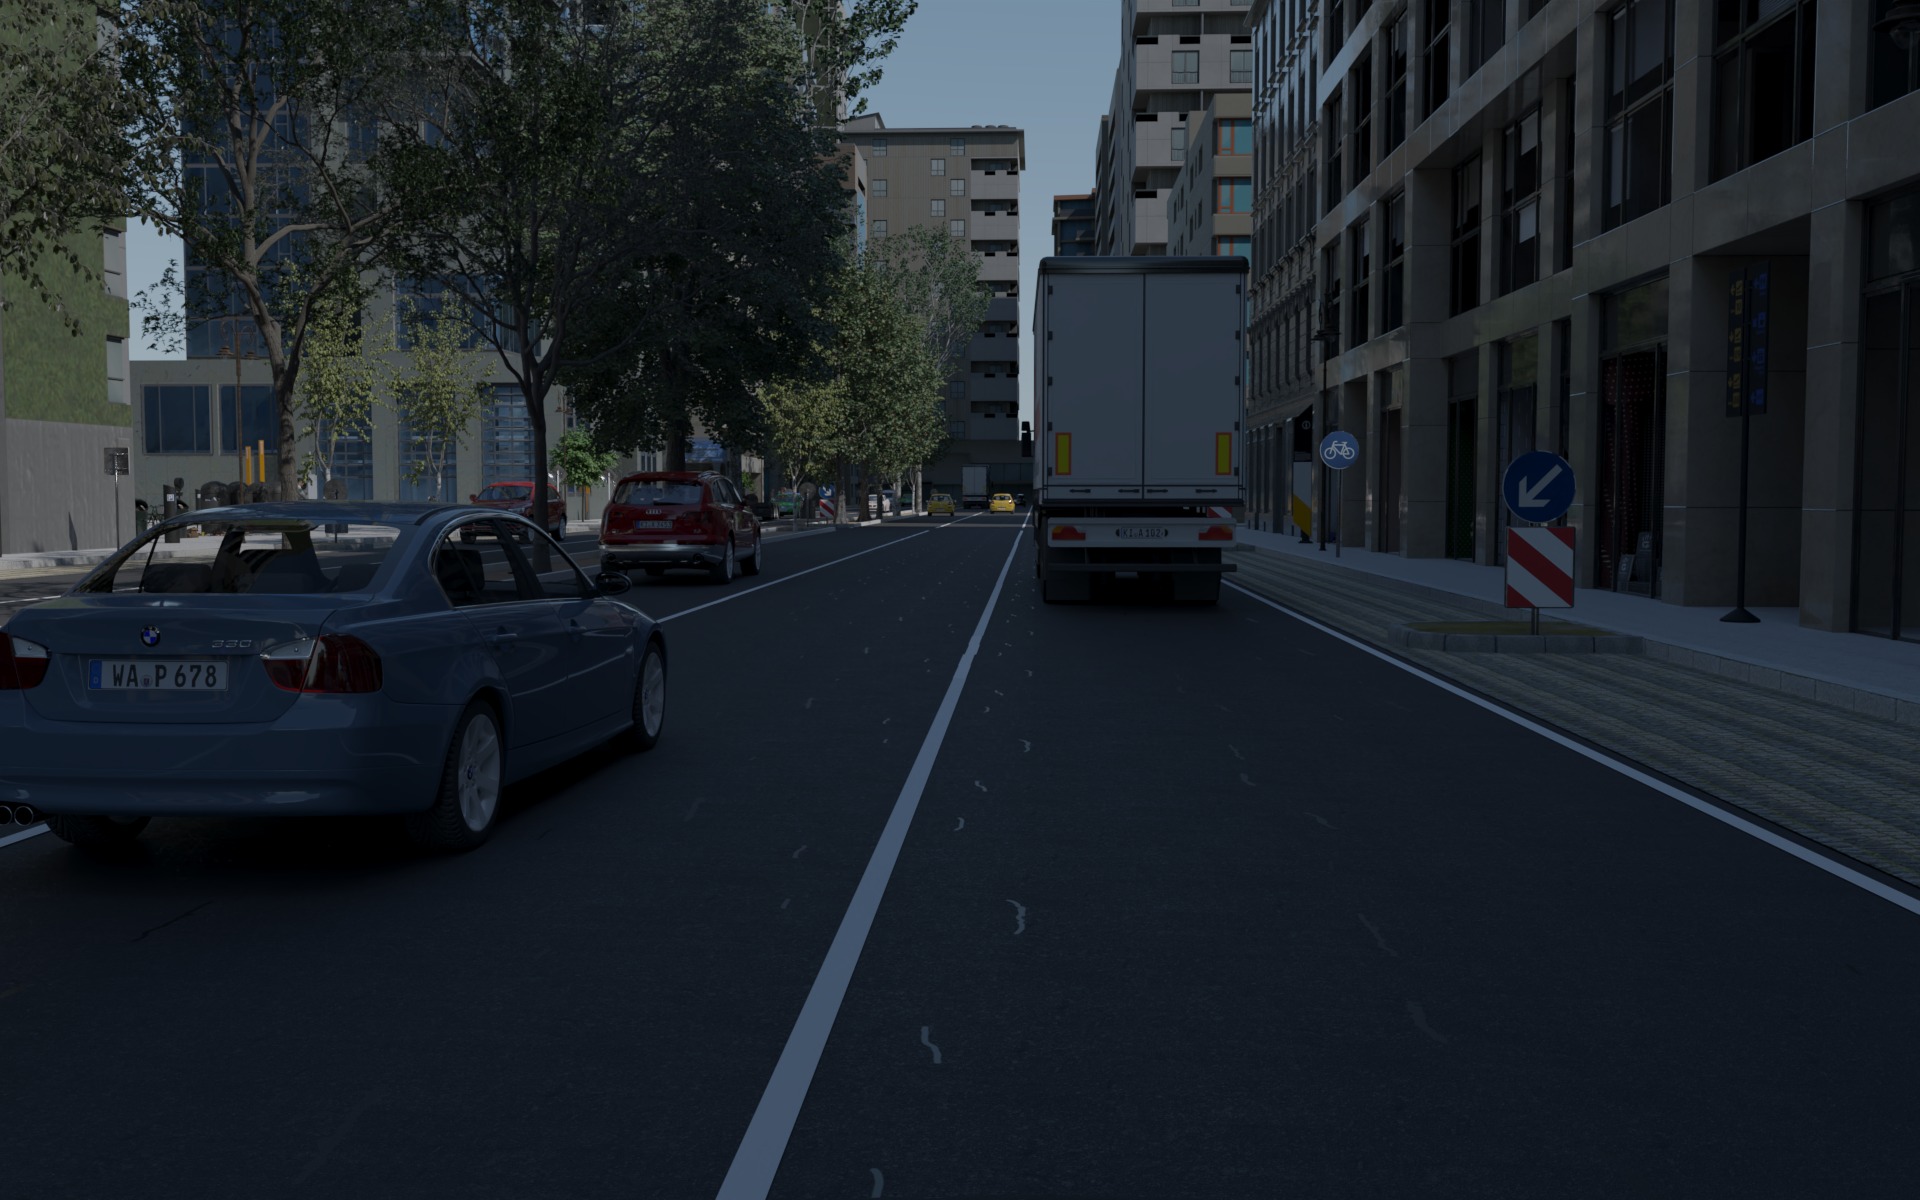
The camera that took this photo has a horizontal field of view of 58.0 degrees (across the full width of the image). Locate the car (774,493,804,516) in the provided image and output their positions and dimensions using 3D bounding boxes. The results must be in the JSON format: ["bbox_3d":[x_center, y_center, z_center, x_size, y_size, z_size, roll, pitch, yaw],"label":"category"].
[{"bbox_3d":[-10.776,-6.123,109.707,1.945,1.707,3.694,0,4,4],"label":"car"}]

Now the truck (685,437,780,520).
[{"bbox_3d":[-11.639,-6.002,87.888,2.967,4.110,18.799,0,4,2],"label":"truck"}]

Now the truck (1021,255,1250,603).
[{"bbox_3d":[2.344,-2.269,26.015,2.839,4.237,11.283,0,4,2],"label":"truck"}]

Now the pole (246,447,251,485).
[{"bbox_3d":[-30.577,-4.932,74.475,0.158,3.312,0.155,0,3,0],"label":"pole"}]

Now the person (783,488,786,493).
[{"bbox_3d":[-14.409,-8.324,142.115,0.573,1.828,0.580,1,4,13],"label":"person"}]

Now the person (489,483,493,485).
[{"bbox_3d":[-21.556,-4.505,79.879,0.721,1.800,0.419,3,5,43],"label":"person"}]

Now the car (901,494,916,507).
[{"bbox_3d":[-5.876,-11.655,199.351,1.959,1.807,4.718,0,4,4],"label":"car"}]

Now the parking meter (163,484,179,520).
[{"bbox_3d":[-20.560,-2.248,45.167,0.372,1.533,0.369,0,3,0],"label":"parking meter"}]

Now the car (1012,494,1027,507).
[{"bbox_3d":[6.398,-11.083,190.986,2.009,1.686,4.222,0,4,3],"label":"car"}]

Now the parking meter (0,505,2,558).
[{"bbox_3d":[-19.517,-1.788,34.945,0.255,1.863,0.399,-2,4,-34],"label":"parking meter"}]

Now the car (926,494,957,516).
[{"bbox_3d":[-1.238,-6.296,113.162,2.015,1.641,3.980,0,4,1],"label":"car"}]

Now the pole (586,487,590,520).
[{"bbox_3d":[-18.313,-5.588,85.205,0.158,3.312,0.155,0,3,0],"label":"pole"}]

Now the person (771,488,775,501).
[{"bbox_3d":[-15.757,-8.539,146.206,0.362,1.759,0.519,-2,4,-26],"label":"person"}]

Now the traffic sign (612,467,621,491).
[{"bbox_3d":[-16.527,-5.049,82.660,0.768,2.556,0.104,1,4,11],"label":"traffic sign"}]

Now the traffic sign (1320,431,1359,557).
[{"bbox_3d":[7.651,-2.133,34.985,0.768,2.556,0.104,1,4,11],"label":"traffic sign"}]

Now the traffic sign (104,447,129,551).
[{"bbox_3d":[-18.515,-2.196,38.040,0.606,2.300,0.079,1,4,10],"label":"traffic sign"}]

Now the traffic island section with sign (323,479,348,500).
[{"bbox_3d":[-16.245,-2.195,44.523,1.989,1.847,2.006,0,4,3],"label":"traffic island section with sign"}]

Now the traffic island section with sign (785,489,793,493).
[{"bbox_3d":[-12.554,-7.246,127.094,1.989,1.847,2.006,0,4,3],"label":"traffic island section with sign"}]

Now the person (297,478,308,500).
[{"bbox_3d":[-20.872,-2.978,54.914,0.511,1.800,0.466,3,5,39],"label":"person"}]

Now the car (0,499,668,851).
[{"bbox_3d":[-2.694,0.227,8.298,2.014,1.417,4.499,0,4,5],"label":"car"}]

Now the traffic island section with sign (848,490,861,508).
[{"bbox_3d":[-10.318,-10.303,177.081,1.989,1.847,2.006,0,4,3],"label":"traffic island section with sign"}]

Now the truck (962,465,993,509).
[{"bbox_3d":[1.682,-11.101,170.407,2.839,4.237,11.283,0,4,3],"label":"truck"}]

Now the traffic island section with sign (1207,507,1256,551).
[{"bbox_3d":[6.384,-2.157,43.892,1.989,1.847,2.006,0,4,3],"label":"traffic island section with sign"}]

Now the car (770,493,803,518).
[{"bbox_3d":[-10.252,-5.775,103.222,1.959,1.807,4.718,0,4,2],"label":"car"}]

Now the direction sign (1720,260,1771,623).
[{"bbox_3d":[7.841,-1.548,17.300,0.379,3.537,0.876,0,4,1],"label":"direction sign"}]

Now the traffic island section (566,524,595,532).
[{"bbox_3d":[-15.560,-2.734,66.978,2.009,0.180,2.903,0,4,3],"label":"traffic island section"}]

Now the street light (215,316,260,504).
[{"bbox_3d":[-18.595,-4.400,44.730,0.468,5.910,1.993,0,4,3],"label":"street light"}]

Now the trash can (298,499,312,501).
[{"bbox_3d":[-18.640,-2.273,48.817,0.748,1.137,0.748,0,3,0],"label":"trash can"}]

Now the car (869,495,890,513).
[{"bbox_3d":[-6.438,-7.352,132.568,2.083,1.381,4.827,0,4,4],"label":"car"}]

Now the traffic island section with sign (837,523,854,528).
[{"bbox_3d":[-5.621,-4.040,74.185,2.006,1.907,1.989,0,4,3],"label":"traffic island section with sign"}]

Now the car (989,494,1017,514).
[{"bbox_3d":[3.062,-7.019,124.983,2.015,1.641,3.980,0,4,3],"label":"car"}]

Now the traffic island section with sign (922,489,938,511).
[{"bbox_3d":[-2.282,-8.631,149.249,2.006,1.907,1.989,0,4,3],"label":"traffic island section with sign"}]

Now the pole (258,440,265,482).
[{"bbox_3d":[-26.494,-4.397,65.740,0.158,3.312,0.155,0,3,0],"label":"pole"}]

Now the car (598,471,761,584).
[{"bbox_3d":[-4.616,-1.248,29.072,2.281,1.827,5.304,0,4,2],"label":"car"}]

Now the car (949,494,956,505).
[{"bbox_3d":[-1.608,-12.691,219.287,2.131,1.459,4.920,0,4,1],"label":"car"}]

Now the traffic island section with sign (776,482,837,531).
[{"bbox_3d":[-5.961,-3.587,66.785,2.006,1.907,1.989,0,4,3],"label":"traffic island section with sign"}]

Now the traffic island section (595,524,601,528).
[{"bbox_3d":[-15.204,-3.222,74.955,2.009,0.180,2.903,0,4,3],"label":"traffic island section"}]

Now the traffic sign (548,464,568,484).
[{"bbox_3d":[-15.536,-3.958,66.910,0.795,2.593,0.064,0,4,3],"label":"traffic sign"}]

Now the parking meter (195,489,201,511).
[{"bbox_3d":[-35.823,-4.477,81.611,0.372,1.533,0.369,0,3,0],"label":"parking meter"}]

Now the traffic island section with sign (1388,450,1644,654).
[{"bbox_3d":[5.158,-0.477,16.424,1.989,1.847,2.006,0,4,3],"label":"traffic island section with sign"}]

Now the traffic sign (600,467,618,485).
[{"bbox_3d":[-15.180,-4.446,74.887,0.795,2.593,0.064,0,4,3],"label":"traffic sign"}]

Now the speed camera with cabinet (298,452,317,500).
[{"bbox_3d":[-31.033,-5.300,80.985,2.038,3.252,0.660,2,4,25],"label":"speed camera with cabinet"}]

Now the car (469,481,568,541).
[{"bbox_3d":[-13.217,-2.616,51.452,2.281,1.827,5.304,0,4,3],"label":"car"}]

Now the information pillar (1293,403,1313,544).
[{"bbox_3d":[8.911,-3.277,44.940,0.504,3.616,0.183,2,4,28],"label":"information pillar"}]

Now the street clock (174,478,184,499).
[{"bbox_3d":[-34.313,-4.377,76.131,0.358,2.002,0.471,0,4,4],"label":"street clock"}]

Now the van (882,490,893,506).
[{"bbox_3d":[-7.183,-10.209,173.933,2.013,2.044,4.112,0,4,2],"label":"van"}]

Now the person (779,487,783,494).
[{"bbox_3d":[-14.292,-8.104,138.635,0.778,1.811,0.616,-2,4,-31],"label":"person"}]

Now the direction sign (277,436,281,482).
[{"bbox_3d":[-26.600,-4.631,67.716,0.379,3.537,0.876,-2,4,-28],"label":"direction sign"}]

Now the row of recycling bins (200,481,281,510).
[{"bbox_3d":[-23.054,-3.000,56.155,1.069,1.692,3.534,1,4,22],"label":"row of recycling bins"}]
